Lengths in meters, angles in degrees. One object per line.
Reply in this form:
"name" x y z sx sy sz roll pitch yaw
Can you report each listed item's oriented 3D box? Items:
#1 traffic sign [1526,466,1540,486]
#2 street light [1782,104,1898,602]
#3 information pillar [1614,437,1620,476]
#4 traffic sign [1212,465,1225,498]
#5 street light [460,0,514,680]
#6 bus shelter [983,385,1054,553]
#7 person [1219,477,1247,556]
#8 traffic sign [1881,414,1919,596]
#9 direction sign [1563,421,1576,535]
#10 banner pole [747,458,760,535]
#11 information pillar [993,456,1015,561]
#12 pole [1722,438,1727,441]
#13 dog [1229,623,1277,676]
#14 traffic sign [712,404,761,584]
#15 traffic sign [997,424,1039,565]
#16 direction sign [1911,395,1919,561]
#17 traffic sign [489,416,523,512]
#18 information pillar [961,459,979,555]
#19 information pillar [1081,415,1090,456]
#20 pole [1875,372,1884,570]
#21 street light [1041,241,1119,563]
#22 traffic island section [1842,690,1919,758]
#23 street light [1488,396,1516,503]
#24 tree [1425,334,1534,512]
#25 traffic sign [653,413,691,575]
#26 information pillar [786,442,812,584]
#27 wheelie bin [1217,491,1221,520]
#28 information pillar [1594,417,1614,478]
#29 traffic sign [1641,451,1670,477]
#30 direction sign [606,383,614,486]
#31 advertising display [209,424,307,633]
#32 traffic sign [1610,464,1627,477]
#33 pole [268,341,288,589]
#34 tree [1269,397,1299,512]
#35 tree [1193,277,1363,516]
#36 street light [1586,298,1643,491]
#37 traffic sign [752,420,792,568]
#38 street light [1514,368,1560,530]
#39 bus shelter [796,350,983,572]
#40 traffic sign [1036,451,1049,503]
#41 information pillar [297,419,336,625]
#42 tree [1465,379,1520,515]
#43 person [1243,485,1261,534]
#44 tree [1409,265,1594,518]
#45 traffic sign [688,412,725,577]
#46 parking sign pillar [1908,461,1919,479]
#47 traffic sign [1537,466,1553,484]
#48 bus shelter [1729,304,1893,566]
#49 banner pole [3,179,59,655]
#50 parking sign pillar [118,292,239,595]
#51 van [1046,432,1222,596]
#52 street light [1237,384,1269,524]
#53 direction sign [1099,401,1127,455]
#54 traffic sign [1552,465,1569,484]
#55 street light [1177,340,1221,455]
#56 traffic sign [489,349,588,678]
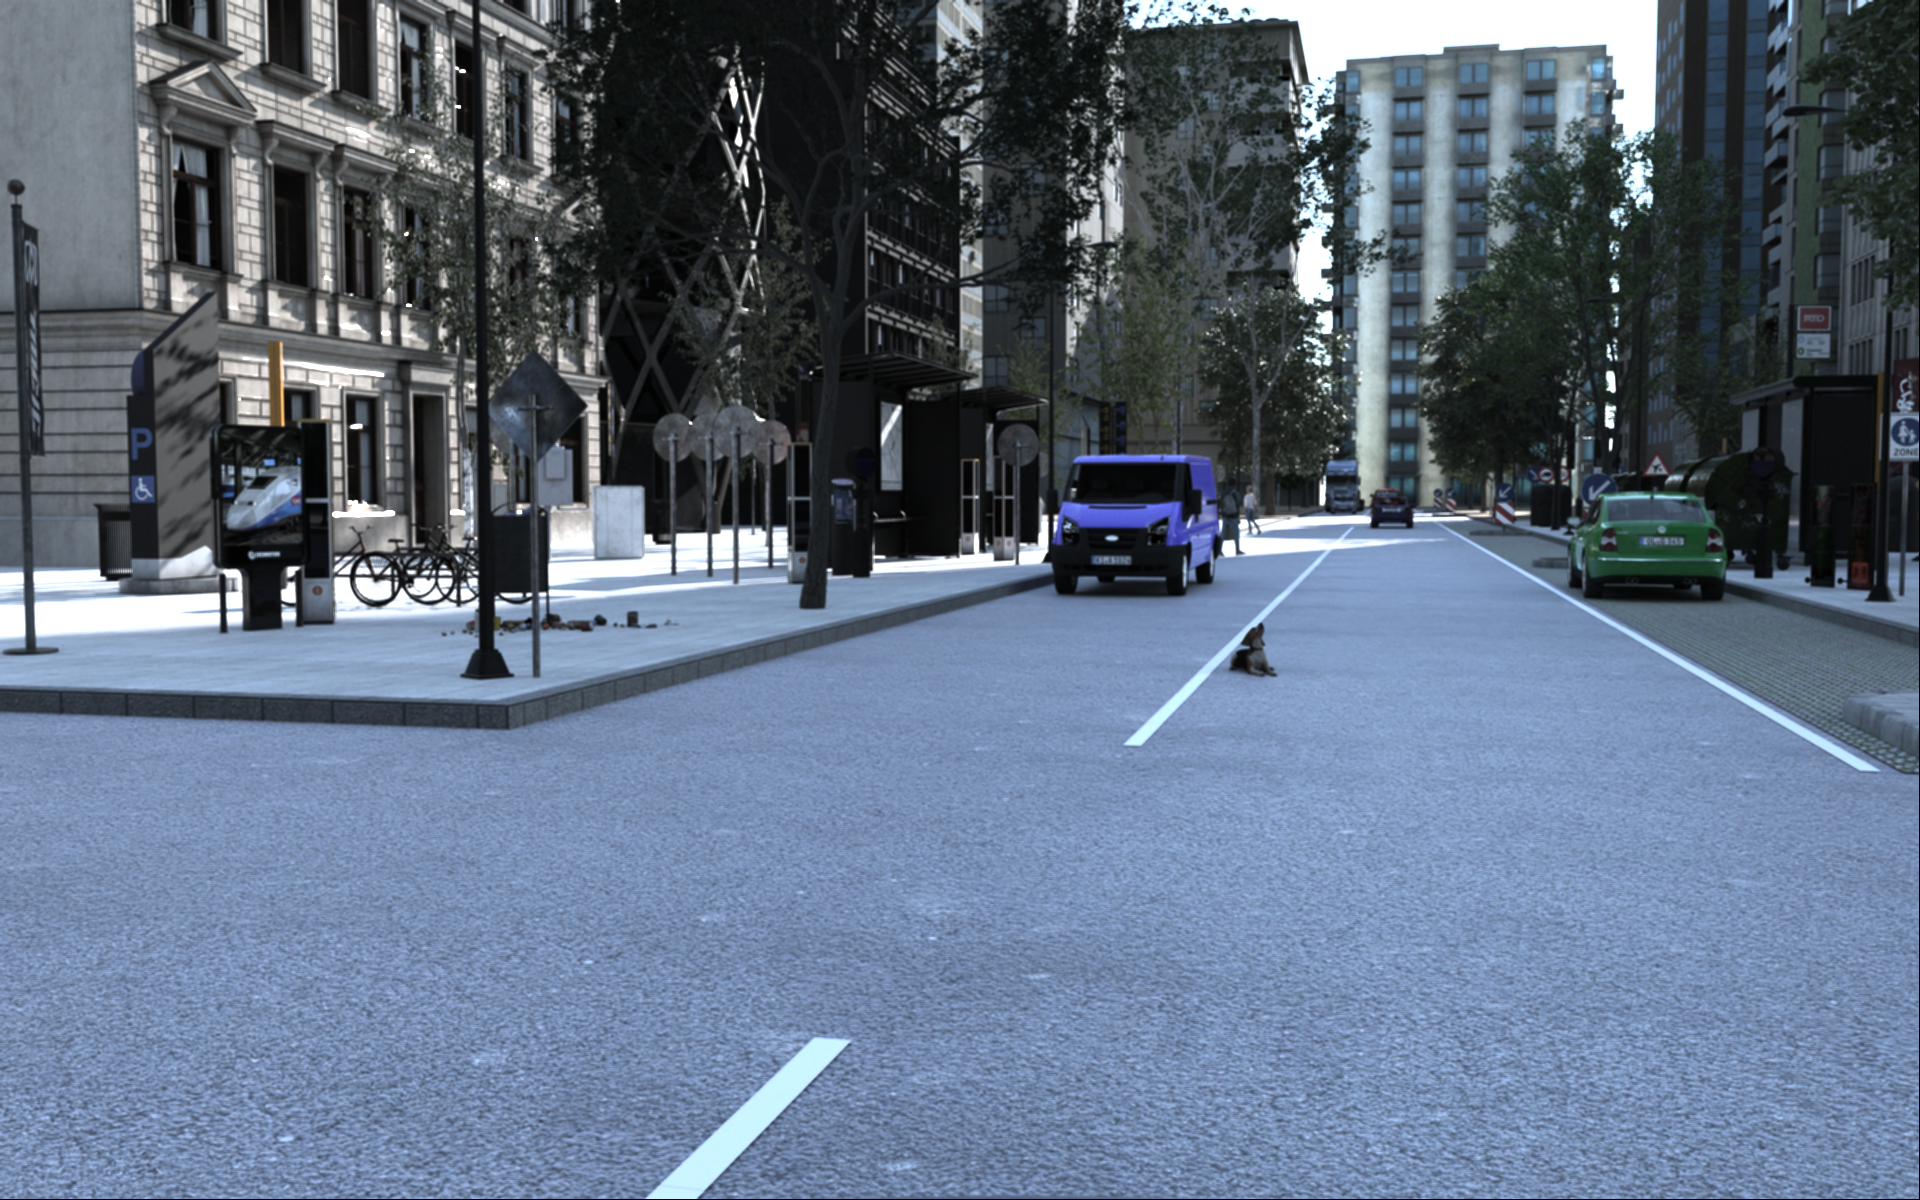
"traffic sign" 26.467 -4.873 79.775 0.768 2.556 0.104 1 4 15
"street light" 10.509 -2.946 20.714 1.470 5.913 1.316 1 4 14
"information pillar" 27.085 -4.907 71.582 0.183 3.616 0.504 0 4 -6
"traffic sign" 11.107 -4.586 75.083 0.768 2.556 0.104 1 4 16
"street light" -2.794 -2.403 11.837 1.470 5.913 1.316 1 4 14
"bus shelter" 0.787 -3.020 40.664 1.731 3.624 6.357 1 4 14
"person" 6.154 -1.900 39.552 0.713 1.824 0.794 -2 4 -26
"traffic sign" 11.884 -1.203 21.792 0.606 2.300 0.079 1 4 22
"direction sign" 19.150 -3.813 54.335 0.379 3.537 0.876 2 4 34
"banner pole" -6.430 -3.916 54.041 0.401 3.779 0.863 0 4 2
"information pillar" 0.846 -1.763 33.309 0.304 2.012 0.304 -3 5 -40
"pole" 27.697 -4.219 62.818 0.158 3.312 0.155 0 3 0
"dog" 2.421 0.379 13.993 0.550 0.427 0.748 2 4 33
"traffic sign" -3.195 -1.501 24.641 0.768 2.556 0.104 1 4 20
"traffic sign" 1.040 -1.914 31.406 0.768 2.556 0.104 1 4 15
"direction sign" 18.433 -2.511 33.054 0.379 3.537 0.876 -3 5 -39
"traffic sign" -5.821 -1.373 22.547 0.768 2.556 0.104 1 4 19
"information pillar" 0.212 -1.964 36.605 0.304 2.012 0.304 1 4 18
"information pillar" 3.709 -3.671 51.374 0.183 3.616 0.504 -1 4 -21
"pole" 15.440 -2.154 29.062 0.158 3.312 0.155 0 3 0
"street light" 2.225 -3.643 32.106 1.470 5.913 1.316 1 4 14
"traffic island section" 6.327 0.761 9.840 2.009 0.180 2.903 1 4 14
"street light" 25.615 -6.682 81.791 1.470 5.913 1.316 1 4 14
"tree" 37.407 -12.467 121.964 7.486 12.596 7.792 0 3 0
"traffic sign" -4.525 -1.663 27.300 0.768 2.556 0.104 1 4 22
"information pillar" -2.295 -1.242 24.794 0.304 2.012 0.304 -1 4 -19
"wheelie bin" 11.352 -4.299 78.198 0.693 1.594 0.980 -2 4 -27
"information pillar" 19.655 -3.777 53.104 0.504 3.616 0.183 -1 4 -10
"traffic sign" 21.244 -3.232 52.854 0.884 2.594 0.081 1 4 22
"direction sign" -7.200 -2.676 35.746 0.379 3.537 0.876 0 4 -4
"advertising display" -6.599 -0.680 16.333 0.123 1.923 0.974 2 4 29
"traffic sign" 28.157 -4.531 74.193 0.768 2.556 0.104 1 4 20
"pole" -9.160 -1.799 23.264 0.158 3.312 0.155 0 3 0
"tree" 22.060 -10.424 120.797 4.737 8.622 4.395 0 3 0
"tree" 18.326 -11.905 101.309 9.857 13.997 8.962 0 3 0
"street light" 15.497 -4.186 40.978 1.470 5.913 1.316 1 4 14
"traffic sign" -3.273 -1.819 29.850 0.768 2.556 0.104 1 4 16
"street light" 20.635 -5.442 61.511 1.470 5.913 1.316 1 4 14
"bus shelter" -1.200 -2.465 31.584 1.731 3.624 6.357 1 4 14
"traffic sign" 2.335 -3.156 51.703 0.768 2.556 0.104 1 4 14
"information pillar" -6.339 -0.770 17.076 0.304 2.012 0.304 -1 4 -16
"tree" 31.943 -9.387 103.838 4.737 8.622 4.395 0 3 0
"person" 10.416 -3.196 61.434 0.598 1.740 0.731 2 4 33
"tree" 29.278 -11.465 94.106 9.857 13.997 8.962 0 3 0
"traffic sign" -3.873 -1.630 26.763 0.768 2.556 0.104 1 4 18
"parking sign pillar" 30.901 -4.195 57.059 1.447 3.967 1.447 1 4 22
"traffic sign" 26.876 -4.854 79.472 0.768 2.556 0.104 1 4 20
"bus shelter" 16.808 -3.483 34.579 2.179 5.291 8.768 1 4 14
"banner pole" -7.561 -1.473 14.098 0.401 3.779 0.863 -1 4 -14
"parking sign pillar" -10.239 -2.087 22.601 1.447 3.967 1.447 1 4 13
"van" 2.745 -1.344 26.367 2.240 2.365 5.245 1 4 15
"street light" 12.337 -6.164 73.318 1.470 5.913 1.316 1 4 14
"direction sign" 3.765 -3.101 42.695 0.379 3.537 0.876 -3 5 -42
"traffic sign" 26.630 -4.688 76.760 0.768 2.556 0.104 2 4 23
"street light" 7.147 -4.883 52.386 1.470 5.913 1.316 1 4 14
"traffic sign" -2.961 -0.515 12.062 0.795 2.450 0.064 1 4 14
